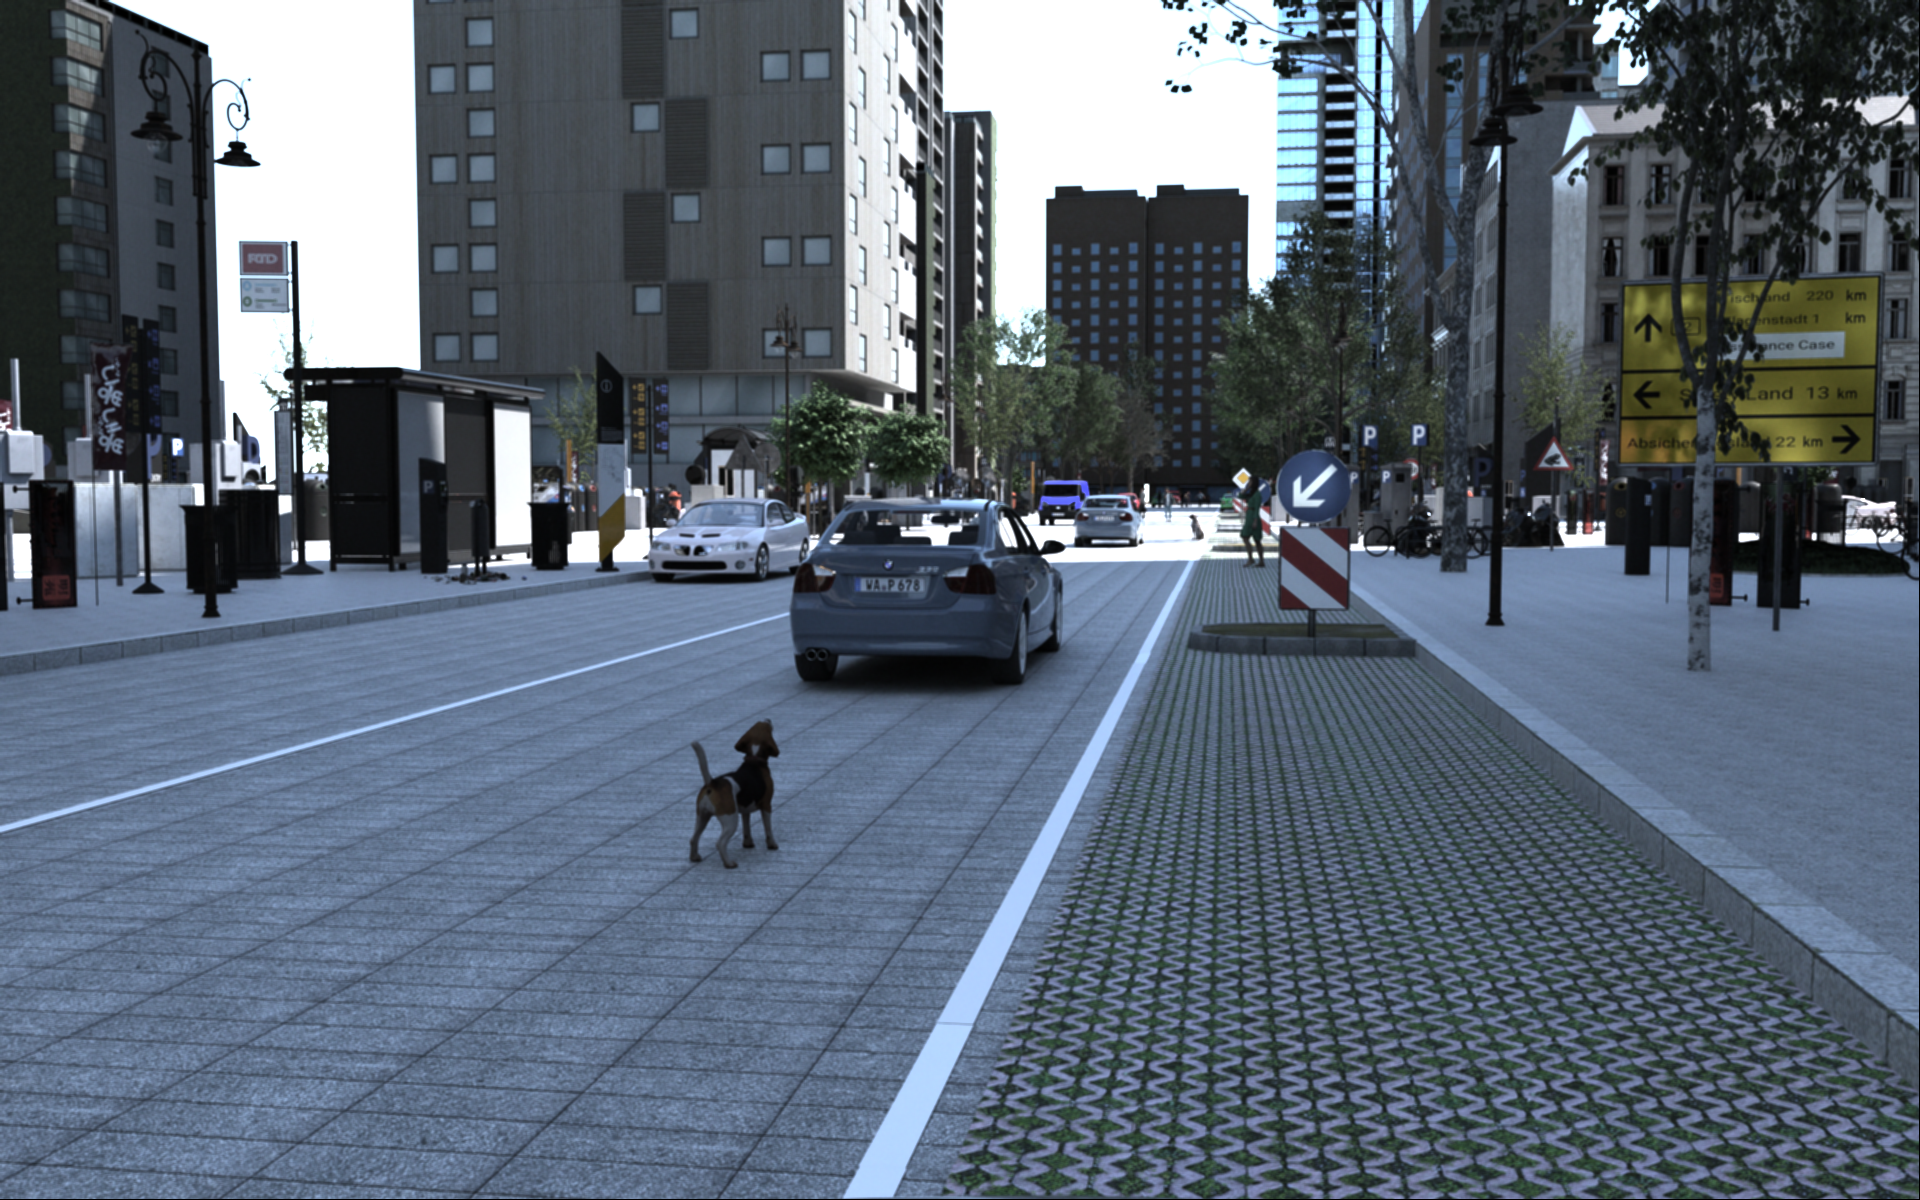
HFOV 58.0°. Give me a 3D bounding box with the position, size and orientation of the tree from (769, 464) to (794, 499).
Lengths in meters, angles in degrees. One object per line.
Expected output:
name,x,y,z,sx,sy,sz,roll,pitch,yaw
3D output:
tree,-9.794,-6.515,101.128,1.663,3.219,1.824,0,3,0

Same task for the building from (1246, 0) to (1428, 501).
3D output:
building,57.401,-57.349,250.331,31.000,86.520,22.319,1,4,9

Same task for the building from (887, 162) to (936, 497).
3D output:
building,-10.120,-22.863,145.507,14.160,30.474,14.107,1,4,9

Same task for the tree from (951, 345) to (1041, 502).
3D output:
tree,1.810,-8.219,84.735,4.737,8.622,4.395,0,3,0

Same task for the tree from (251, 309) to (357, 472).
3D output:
tree,-25.637,-7.203,68.131,4.737,8.622,4.395,0,3,0

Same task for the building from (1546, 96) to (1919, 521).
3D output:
building,39.798,-14.574,87.438,18.267,20.994,9.793,1,4,9

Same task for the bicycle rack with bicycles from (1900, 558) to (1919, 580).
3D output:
bicycle rack with bicycles,15.470,-0.698,24.793,2.852,0.926,2.925,-1,4,-9

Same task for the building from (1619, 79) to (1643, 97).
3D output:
building,87.930,-43.079,246.338,28.212,58.520,21.231,1,4,9

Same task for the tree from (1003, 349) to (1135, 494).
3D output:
tree,6.434,-10.898,112.596,8.767,10.594,7.601,2,4,24

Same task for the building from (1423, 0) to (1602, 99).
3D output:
building,47.645,-30.801,153.711,14.600,45.320,14.200,1,4,9

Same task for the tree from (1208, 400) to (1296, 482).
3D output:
tree,29.188,-15.315,167.412,9.611,12.733,9.660,0,3,0

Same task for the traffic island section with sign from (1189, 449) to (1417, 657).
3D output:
traffic island section with sign,3.156,-0.462,16.182,1.989,1.847,2.006,1,4,9

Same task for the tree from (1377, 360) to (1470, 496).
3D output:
tree,24.923,-8.733,93.150,4.737,8.622,4.395,0,3,0

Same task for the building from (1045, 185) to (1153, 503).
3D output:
building,20.219,-36.891,253.281,14.200,45.320,14.600,1,4,9

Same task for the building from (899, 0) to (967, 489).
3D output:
building,-10.125,-44.272,162.091,20.563,71.187,20.611,1,4,9

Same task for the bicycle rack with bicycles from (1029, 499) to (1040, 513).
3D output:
bicycle rack with bicycles,6.901,-7.655,138.538,2.925,0.926,2.852,3,4,38

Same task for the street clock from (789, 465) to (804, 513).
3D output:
street clock,-4.160,-2.399,43.796,0.358,2.002,0.471,2,4,32

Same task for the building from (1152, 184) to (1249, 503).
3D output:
building,34.642,-36.830,252.274,14.200,45.320,14.600,1,4,9

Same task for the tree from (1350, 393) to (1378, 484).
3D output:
tree,29.748,-10.440,121.052,4.737,8.622,4.395,0,3,0

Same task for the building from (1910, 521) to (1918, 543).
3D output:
building,33.213,-29.985,32.261,21.231,58.520,28.212,1,4,9

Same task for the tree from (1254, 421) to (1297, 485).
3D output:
tree,23.274,-10.940,129.230,4.737,8.622,4.395,0,3,0

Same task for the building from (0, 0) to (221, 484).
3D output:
building,-54.420,-20.267,103.073,14.107,30.474,14.160,1,4,9

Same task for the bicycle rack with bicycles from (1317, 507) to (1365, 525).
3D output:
bicycle rack with bicycles,11.299,-2.176,48.955,2.925,0.926,2.852,0,4,-5

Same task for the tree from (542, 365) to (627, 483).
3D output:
tree,-20.723,-8.915,96.126,4.737,8.622,4.395,0,3,0

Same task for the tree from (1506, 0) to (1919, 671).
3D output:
tree,5.619,-3.790,12.326,4.360,8.622,3.978,0,3,0

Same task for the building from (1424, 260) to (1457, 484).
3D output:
building,42.928,-18.215,133.976,11.583,22.565,21.152,1,4,9

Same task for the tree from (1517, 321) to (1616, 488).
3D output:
tree,25.221,-7.493,72.865,4.737,8.622,4.395,0,3,0

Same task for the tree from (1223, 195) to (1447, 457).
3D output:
tree,11.749,-7.343,54.473,7.601,10.594,8.767,1,4,19

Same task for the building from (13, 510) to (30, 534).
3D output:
building,-39.229,-21.422,42.132,23.993,40.220,32.217,1,4,9

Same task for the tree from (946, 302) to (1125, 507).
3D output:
tree,2.822,-10.229,93.006,9.928,11.665,9.643,0,3,0

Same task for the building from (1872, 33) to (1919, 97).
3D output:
building,66.465,-17.355,88.262,34.151,26.468,19.350,1,4,9

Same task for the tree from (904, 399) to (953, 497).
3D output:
tree,-1.892,-4.670,60.063,4.285,4.588,4.351,0,3,0

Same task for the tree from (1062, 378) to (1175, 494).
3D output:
tree,15.839,-16.495,180.060,12.009,13.543,11.850,0,3,0

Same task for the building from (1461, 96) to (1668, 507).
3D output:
building,40.185,-18.077,113.585,12.078,24.808,19.932,1,4,9

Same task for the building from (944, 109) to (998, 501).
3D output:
building,-3.949,-30.384,180.370,14.154,41.232,14.086,1,4,9

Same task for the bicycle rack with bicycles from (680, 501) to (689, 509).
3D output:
bicycle rack with bicycles,-13.159,-4.567,88.045,2.852,0.926,2.925,3,4,39

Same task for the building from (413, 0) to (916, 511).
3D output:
building,-18.050,-32.229,116.177,28.713,52.752,27.495,1,4,9

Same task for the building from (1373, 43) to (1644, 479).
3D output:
building,58.196,-34.821,188.927,23.786,49.044,30.456,1,4,9

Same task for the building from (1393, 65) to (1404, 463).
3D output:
building,49.947,-31.657,167.698,14.600,45.320,14.200,1,4,9

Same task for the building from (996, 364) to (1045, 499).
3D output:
building,-0.224,-25.657,264.537,28.899,21.520,27.650,1,4,9

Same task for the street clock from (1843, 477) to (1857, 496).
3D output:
street clock,37.336,-4.167,72.706,0.471,2.002,0.358,-1,4,-11

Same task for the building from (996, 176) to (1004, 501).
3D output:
building,-9.140,-33.574,203.555,28.867,44.769,22.147,1,4,9

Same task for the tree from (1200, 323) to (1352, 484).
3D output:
tree,20.931,-12.656,113.573,9.857,13.997,8.962,0,3,0

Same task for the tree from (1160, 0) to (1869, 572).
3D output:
tree,8.332,-10.621,29.535,12.611,20.169,13.585,0,3,0

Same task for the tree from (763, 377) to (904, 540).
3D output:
tree,-3.841,-3.974,48.689,4.285,4.588,4.351,0,3,0

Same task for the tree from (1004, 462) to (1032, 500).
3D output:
tree,3.435,-6.547,101.637,1.663,3.219,1.824,0,3,0

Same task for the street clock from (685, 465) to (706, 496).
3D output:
street clock,-6.633,-2.382,43.518,0.471,2.002,0.358,1,4,19

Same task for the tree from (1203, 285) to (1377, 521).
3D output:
tree,17.889,-10.140,91.547,9.928,11.665,9.643,0,3,0

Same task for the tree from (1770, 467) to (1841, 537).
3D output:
tree,22.189,-3.124,45.677,1.663,3.219,1.824,0,3,0

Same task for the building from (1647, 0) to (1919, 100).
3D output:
building,91.399,-39.525,188.238,28.212,58.520,21.231,1,4,9

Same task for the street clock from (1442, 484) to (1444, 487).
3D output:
street clock,34.868,-7.367,125.013,0.471,2.002,0.358,1,4,14
